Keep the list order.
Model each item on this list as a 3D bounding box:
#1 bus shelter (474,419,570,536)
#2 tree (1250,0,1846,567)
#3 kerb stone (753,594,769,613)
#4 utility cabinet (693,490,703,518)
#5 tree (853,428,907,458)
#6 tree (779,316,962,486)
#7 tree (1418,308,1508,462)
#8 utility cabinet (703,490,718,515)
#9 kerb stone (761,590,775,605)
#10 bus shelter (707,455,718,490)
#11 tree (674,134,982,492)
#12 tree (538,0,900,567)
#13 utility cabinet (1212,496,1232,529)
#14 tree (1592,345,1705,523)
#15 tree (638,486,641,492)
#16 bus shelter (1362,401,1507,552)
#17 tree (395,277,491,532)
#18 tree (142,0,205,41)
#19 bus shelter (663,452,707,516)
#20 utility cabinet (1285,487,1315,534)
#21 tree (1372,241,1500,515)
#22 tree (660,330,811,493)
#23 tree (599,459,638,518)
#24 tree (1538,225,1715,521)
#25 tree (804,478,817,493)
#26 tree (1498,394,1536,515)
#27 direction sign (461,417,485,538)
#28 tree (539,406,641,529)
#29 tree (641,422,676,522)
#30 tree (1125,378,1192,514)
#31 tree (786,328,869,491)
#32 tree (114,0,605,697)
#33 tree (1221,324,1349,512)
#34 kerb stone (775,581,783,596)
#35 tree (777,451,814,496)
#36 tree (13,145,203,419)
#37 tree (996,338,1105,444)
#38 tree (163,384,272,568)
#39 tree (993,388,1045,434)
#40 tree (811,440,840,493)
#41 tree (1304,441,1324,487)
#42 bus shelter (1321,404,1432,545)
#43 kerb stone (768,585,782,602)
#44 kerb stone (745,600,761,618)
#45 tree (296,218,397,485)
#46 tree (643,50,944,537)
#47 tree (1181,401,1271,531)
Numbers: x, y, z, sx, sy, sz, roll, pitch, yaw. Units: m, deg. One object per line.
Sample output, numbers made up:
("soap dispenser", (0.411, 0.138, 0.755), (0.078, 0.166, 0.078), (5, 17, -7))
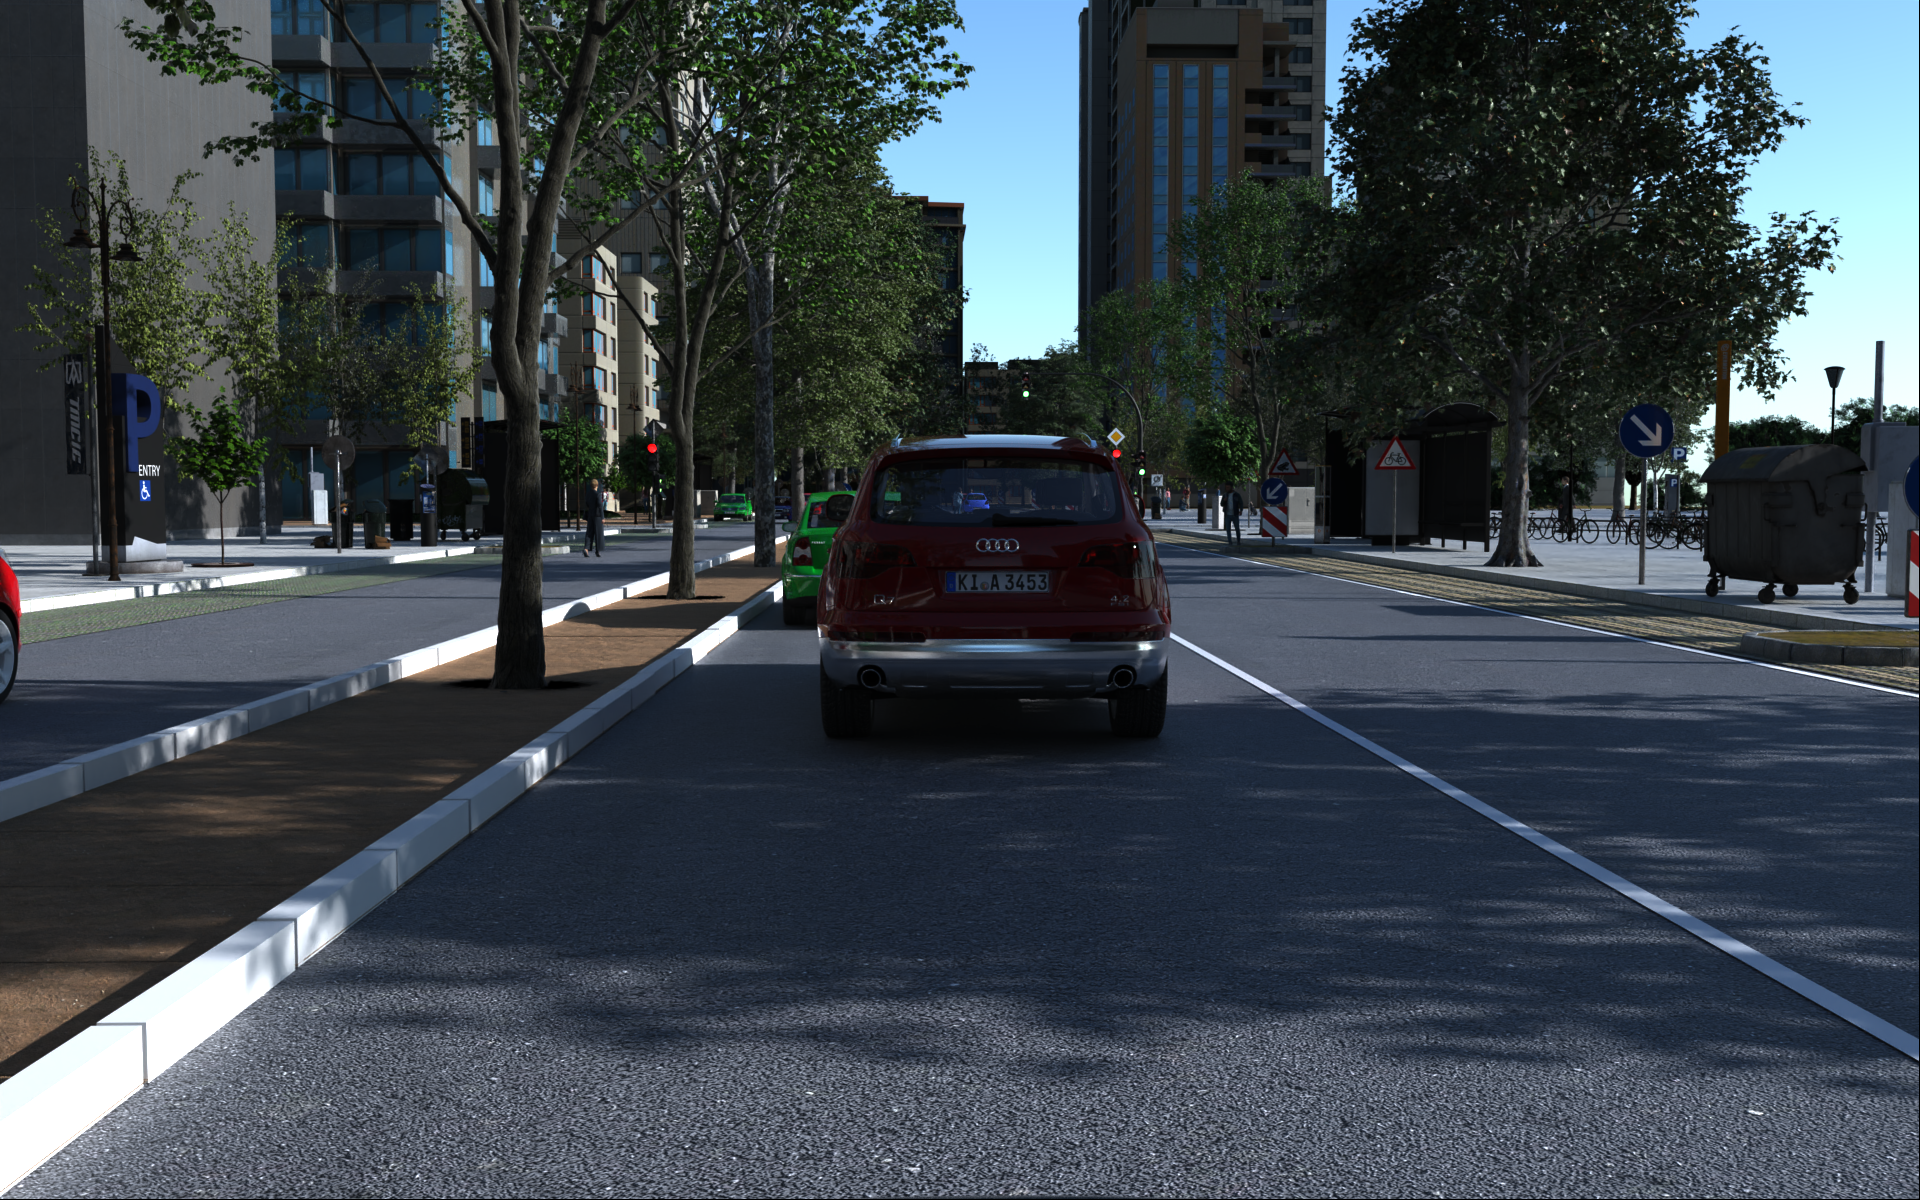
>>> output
("bus shelter", (-14.033, -3.947, 55.821), (1.731, 3.624, 6.357), (0, 4, -2))
("tree", (9.992, -6.941, 30.488), (9.611, 12.733, 9.660), (0, 3, 0))
("kerb stone", (-2.466, 0.068, 21.135), (0.120, 0.150, 1.000), (0, 4, -1))
("utility cabinet", (-14.316, -5.101, 92.088), (1.173, 1.500, 0.318), (3, 4, 36))
("tree", (-5.436, -9.763, 112.437), (4.737, 8.622, 4.395), (0, 3, 0))
("tree", (-4.972, -10.613, 86.357), (12.009, 13.543, 11.850), (0, 3, 0))
("tree", (29.460, -11.091, 99.458), (7.486, 12.596, 7.792), (0, 3, 0))
("utility cabinet", (-15.069, -5.807, 103.615), (1.173, 1.500, 0.318), (2, 4, 24))
("kerb stone", (-2.496, 0.002, 22.156), (0.120, 0.150, 1.000), (0, 4, -1))
("bus shelter", (-16.215, -7.089, 107.181), (1.731, 3.624, 6.357), (0, 4, -1))
("tree", (-4.059, -8.178, 53.168), (9.611, 12.733, 9.660), (0, 3, 0))
("tree", (-5.056, -10.752, 34.147), (12.611, 20.169, 13.585), (0, 3, 0))
("utility cabinet", (9.750, -3.259, 64.452), (0.306, 1.237, 1.020), (3, 4, 38))
("tree", (24.020, -6.691, 59.763), (4.360, 8.622, 3.978), (0, 3, 0))
("tree", (-23.892, -8.066, 126.484), (1.663, 3.219, 1.824), (0, 3, 0))
("bus shelter", (10.879, -2.857, 40.634), (2.014, 3.302, 5.546), (0, 4, -1))
("tree", (-17.874, -6.597, 58.226), (4.737, 8.622, 4.395), (0, 3, 0))
("tree", (-2.903, -3.145, 4.246), (4.360, 8.622, 3.978), (0, 3, 0))
("bus shelter", (-15.789, -6.555, 98.460), (1.731, 3.624, 6.357), (0, 4, -1))
("utility cabinet", (10.949, -2.842, 55.144), (1.173, 1.500, 0.318), (-1, 4, -15))
("tree", (9.648, -7.841, 53.949), (9.928, 11.665, 9.643), (0, 3, 0))
("tree", (-15.386, -12.809, 116.083), (9.857, 13.997, 8.962), (0, 3, 0))
("tree", (-18.978, -6.118, 94.624), (1.663, 3.219, 1.824), (0, 3, 0))
("tree", (31.757, -10.775, 82.832), (9.857, 13.997, 8.962), (0, 3, 0))
("tree", (-17.487, -12.610, 200.767), (1.663, 3.219, 1.824), (0, 3, 0))
("tree", (32.116, -11.685, 116.798), (9.928, 11.665, 9.643), (0, 3, 0))
("direction sign", (-14.351, -3.612, 51.056), (0.876, 3.537, 0.379), (2, 4, 28))
("tree", (-14.731, -4.980, 65.133), (4.285, 4.588, 4.351), (0, 3, 0))
("tree", (-14.273, -5.840, 79.205), (4.285, 4.588, 4.351), (0, 3, 0))
("tree", (12.641, -9.691, 108.805), (4.360, 8.622, 3.978), (0, 3, 0))
("tree", (-4.643, -6.678, 62.002), (4.360, 8.622, 3.978), (0, 3, 0))
("tree", (-3.136, -5.144, 12.318), (9.928, 11.665, 9.643), (0, 3, 0))
("tree", (17.694, -9.838, 95.258), (7.601, 10.594, 8.767), (2, 4, 33))
("kerb stone", (-2.548, -0.123, 24.212), (0.120, 0.150, 1.000), (0, 4, -1))
("tree", (-16.269, -13.592, 156.645), (8.767, 10.594, 7.601), (2, 4, 35))
("tree", (-17.412, -5.277, 36.649), (4.737, 8.622, 4.395), (0, 3, 0))
("tree", (7.739, -14.491, 143.582), (9.857, 13.997, 8.962), (0, 3, 0))
("tree", (-12.939, -2.202, 30.601), (1.663, 3.219, 1.824), (0, 3, 0))
("tree", (7.113, -16.249, 183.790), (7.486, 12.596, 7.792), (0, 3, 0))
("tree", (-18.372, -19.444, 224.563), (9.857, 13.997, 8.962), (0, 3, 0))
("tree", (30.042, -11.686, 141.420), (4.737, 8.622, 4.395), (0, 3, 0))
("bus shelter", (11.072, -3.395, 46.794), (1.731, 3.624, 6.357), (0, 4, -2))
("kerb stone", (-2.519, -0.059, 23.179), (0.120, 0.150, 1.000), (0, 4, -1))
("kerb stone", (-2.442, 0.131, 20.113), (0.120, 0.150, 1.000), (0, 4, -1))
("tree", (-17.716, -5.752, 44.405), (4.737, 8.622, 4.395), (0, 3, 0))
("tree", (-4.289, -7.581, 44.531), (7.486, 12.596, 7.792), (0, 3, 0))
("tree", (9.364, -4.723, 60.929), (4.285, 4.588, 4.351), (0, 3, 0))
